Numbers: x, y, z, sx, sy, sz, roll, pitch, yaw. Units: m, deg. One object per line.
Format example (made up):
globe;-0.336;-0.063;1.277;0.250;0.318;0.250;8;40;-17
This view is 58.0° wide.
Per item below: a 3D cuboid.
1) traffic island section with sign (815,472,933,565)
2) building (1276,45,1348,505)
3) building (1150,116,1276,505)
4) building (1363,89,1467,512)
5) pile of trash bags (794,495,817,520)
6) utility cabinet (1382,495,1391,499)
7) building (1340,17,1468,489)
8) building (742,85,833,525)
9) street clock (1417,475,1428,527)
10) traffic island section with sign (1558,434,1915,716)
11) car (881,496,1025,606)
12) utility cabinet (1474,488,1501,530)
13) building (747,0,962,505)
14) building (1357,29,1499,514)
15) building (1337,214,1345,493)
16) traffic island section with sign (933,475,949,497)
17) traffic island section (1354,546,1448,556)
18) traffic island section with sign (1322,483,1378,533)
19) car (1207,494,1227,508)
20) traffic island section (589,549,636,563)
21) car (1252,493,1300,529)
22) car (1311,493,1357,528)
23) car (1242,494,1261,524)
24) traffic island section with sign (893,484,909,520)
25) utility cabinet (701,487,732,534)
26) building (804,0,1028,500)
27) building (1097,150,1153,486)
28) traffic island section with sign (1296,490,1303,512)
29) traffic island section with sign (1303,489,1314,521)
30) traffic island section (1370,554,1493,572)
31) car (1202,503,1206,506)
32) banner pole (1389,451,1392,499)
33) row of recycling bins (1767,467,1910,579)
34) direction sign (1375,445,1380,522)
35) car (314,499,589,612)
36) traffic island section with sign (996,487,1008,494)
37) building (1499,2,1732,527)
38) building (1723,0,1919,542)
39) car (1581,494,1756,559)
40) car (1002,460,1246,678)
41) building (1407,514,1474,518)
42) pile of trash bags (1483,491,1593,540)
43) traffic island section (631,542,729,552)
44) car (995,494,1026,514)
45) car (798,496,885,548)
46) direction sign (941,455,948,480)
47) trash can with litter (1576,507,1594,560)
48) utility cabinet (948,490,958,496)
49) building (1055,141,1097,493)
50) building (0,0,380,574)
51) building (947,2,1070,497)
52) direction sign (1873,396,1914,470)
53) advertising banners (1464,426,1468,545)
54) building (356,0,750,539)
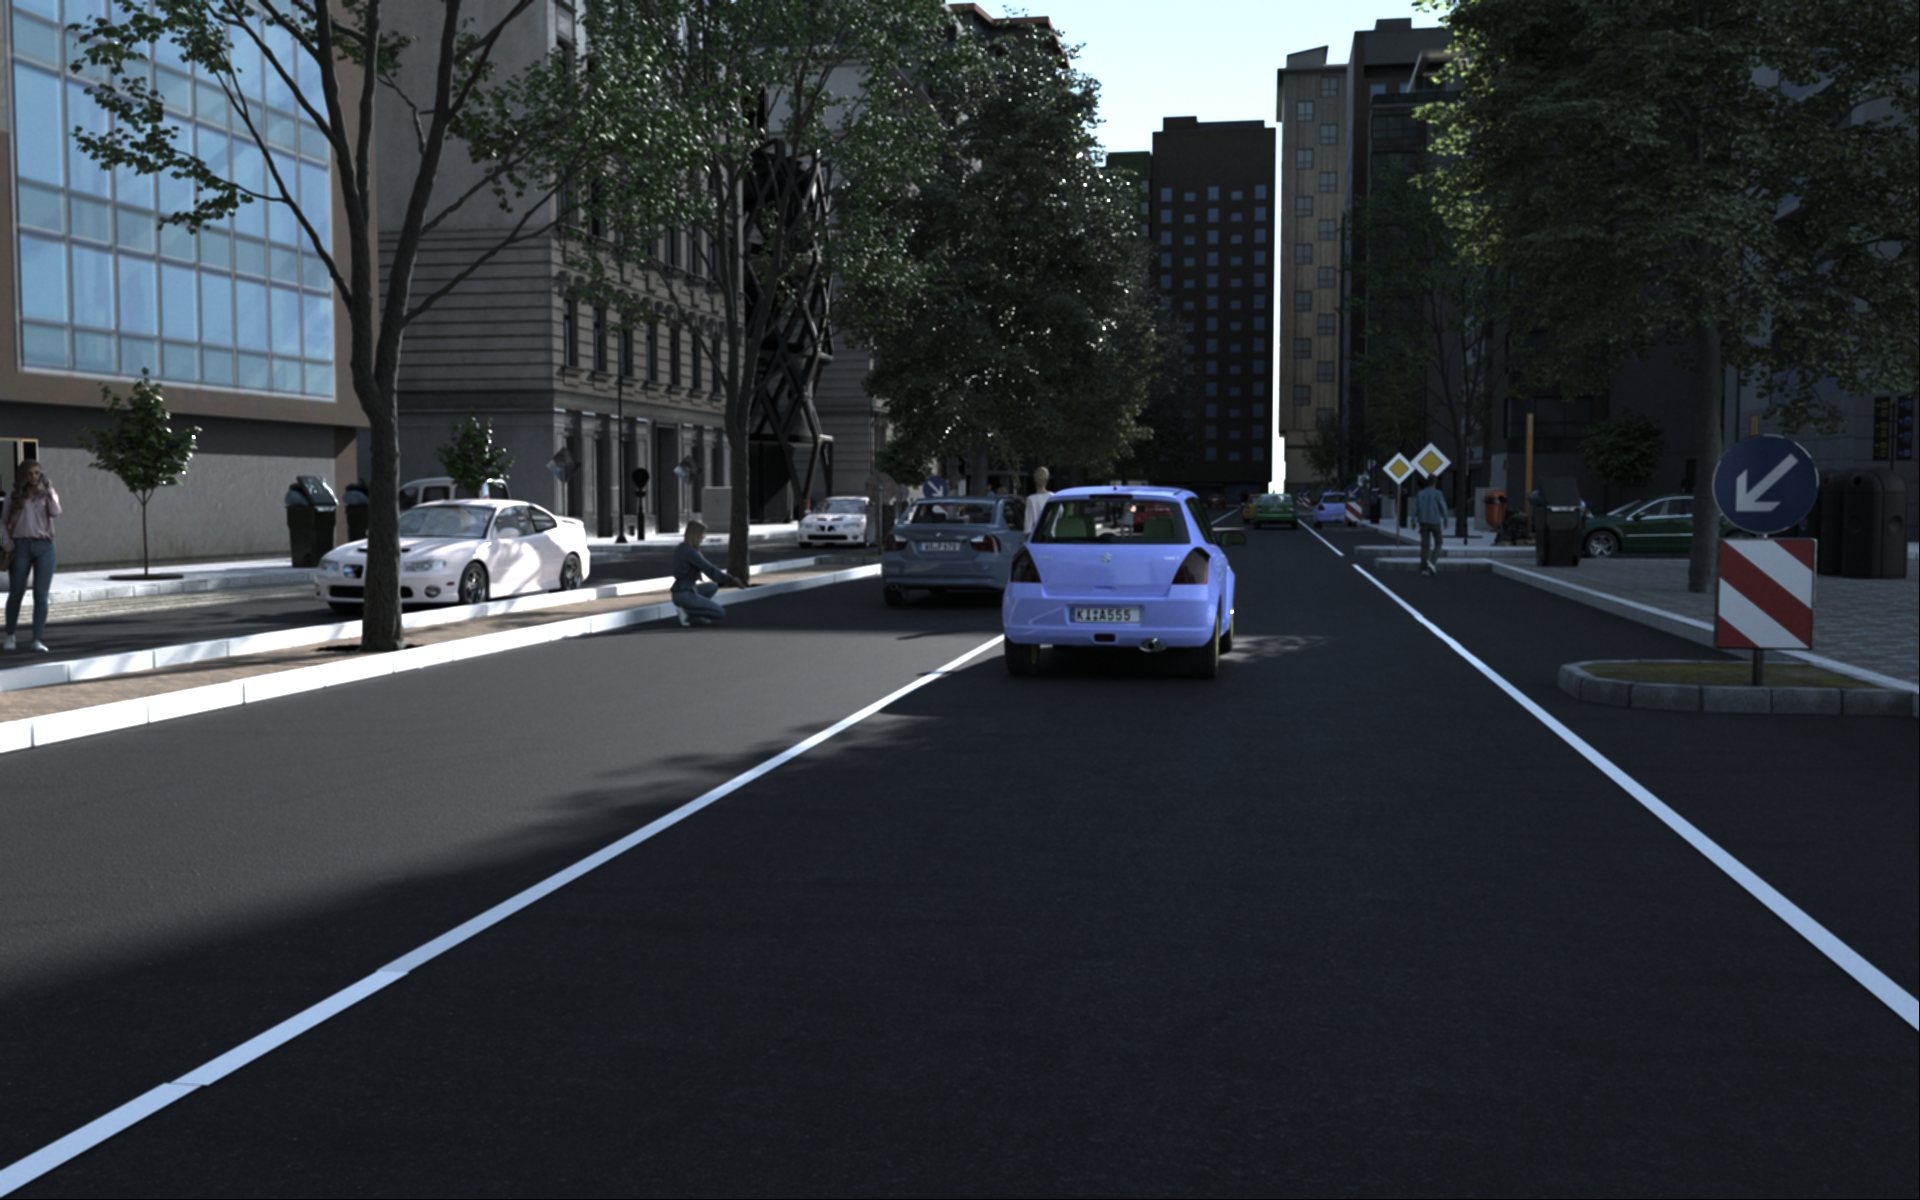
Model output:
traffic island section with sign;-1.779;-1.684;35.677;2.006;1.907;1.989;1;4;10
building;52.245;-38.029;211.006;27.495;52.752;28.713;1;4;10
building;30.474;-34.111;207.818;14.200;45.320;14.600;1;4;10
building;36.916;-21.754;127.374;14.160;30.474;14.107;1;4;10
pile of trash bags;-7.907;-4.596;84.903;1.912;1.369;3.447;-1;4;-21
utility cabinet;25.473;-5.719;104.660;1.020;1.237;0.306;0;4;1
building;43.850;-31.453;164.364;14.600;45.320;14.200;1;4;10
building;-14.273;-12.694;75.000;16.820;18.784;16.811;1;4;10
street clock;17.767;-3.782;66.413;0.358;2.002;0.471;-2;4;-24
traffic island section with sign;5.363;-0.223;12.270;1.989;1.847;2.006;1;4;10
car;0.136;-0.701;23.471;2.014;1.417;4.499;1;4;11
utility cabinet;18.662;-3.215;61.240;1.173;1.500;0.318;-3;5;-41
building;-8.705;-19.111;99.847;14.401;28.519;23.554;1;4;10
building;49.838;-27.659;144.113;32.217;40.220;23.993;1;4;10
building;46.194;-24.897;178.773;14.160;30.474;14.107;1;4;10
traffic island section with sign;-0.483;-2.131;42.971;2.006;1.907;1.989;1;4;10
traffic island section;10.481;-1.169;41.387;2.009;0.180;2.903;1;4;10
traffic island section with sign;14.762;-3.485;65.613;1.989;1.847;2.006;1;4;10
car;26.880;-10.538;181.337;2.155;1.783;4.494;1;4;10
traffic island section;-8.378;-0.876;36.599;2.009;0.180;2.903;1;4;10
car;13.120;-3.861;71.919;1.959;1.807;4.718;1;4;11
car;16.063;-3.952;74.211;1.945;1.707;3.694;1;4;9
car;14.773;-4.559;84.762;2.015;1.641;3.980;1;4;12
traffic island section with sign;-2.388;-3.670;68.637;1.989;1.847;2.006;1;4;10
utility cabinet;-7.684;-2.840;55.105;1.173;1.500;0.318;2;4;32
building;-11.412;-27.023;133.712;32.217;40.220;23.993;1;4;10
building;16.497;-32.203;210.112;14.086;41.232;14.154;1;4;10
traffic island section with sign;28.173;-8.133;141.598;1.989;1.847;2.006;1;4;10
traffic island section with sign;19.504;-5.125;92.421;1.989;1.847;2.006;1;4;10
traffic island section;9.094;-0.688;33.523;2.009;0.180;2.903;1;4;10
car;10.497;-4.341;81.192;2.015;1.641;3.980;1;4;11
banner pole;25.323;-6.845;101.928;0.401;3.779;0.863;1;4;22
row of recycling bins;14.064;-1.266;27.807;1.069;1.692;3.534;0;4;2
direction sign;19.103;-5.351;79.484;0.379;3.537;0.876;1;4;12
car;-6.416;-0.612;22.368;2.083;1.381;4.827;1;4;11
traffic island section with sign;2.306;-5.294;95.186;1.989;1.847;2.006;1;4;10
building;29.247;-18.350;71.719;14.160;30.474;14.107;1;4;10
building;38.449;-30.866;46.652;28.212;58.520;21.231;1;4;10
car;15.290;-1.585;37.714;4.920;1.459;2.131;0;4;8
car;1.459;-0.323;14.878;1.945;1.707;3.694;1;4;11
building;42.408;-24.926;99.413;32.217;40.220;23.993;1;4;10
pile of trash bags;15.267;-2.221;46.058;3.447;1.369;1.912;-2;4;-29
traffic island section;-6.990;-1.357;44.463;2.009;0.180;2.903;1;4;10
car;1.973;-3.899;75.547;2.131;1.459;4.920;1;4;11
car;-3.127;-2.154;47.575;2.083;1.381;4.827;1;4;9
direction sign;-0.892;-6.462;97.649;0.379;3.537;0.876;-2;4;-24
trash can with litter;11.690;-1.353;33.513;1.055;1.170;0.624;-2;4;-34
utility cabinet;-0.376;-4.990;90.263;0.318;1.500;1.173;1;4;10
building;6.686;-30.755;186.443;14.086;41.232;14.154;1;4;10
building;-20.652;-23.269;30.555;14.200;45.320;14.600;1;4;10
building;-1.773;-30.864;159.244;22.147;44.769;28.867;1;4;10
direction sign;21.636;-2.949;40.216;0.379;3.537;0.876;-3;4;-36
advertising banners;12.881;-2.927;44.039;0.090;3.025;2.074;1;4;16
building;-14.037;-12.653;56.033;9.793;20.994;18.267;1;4;10
